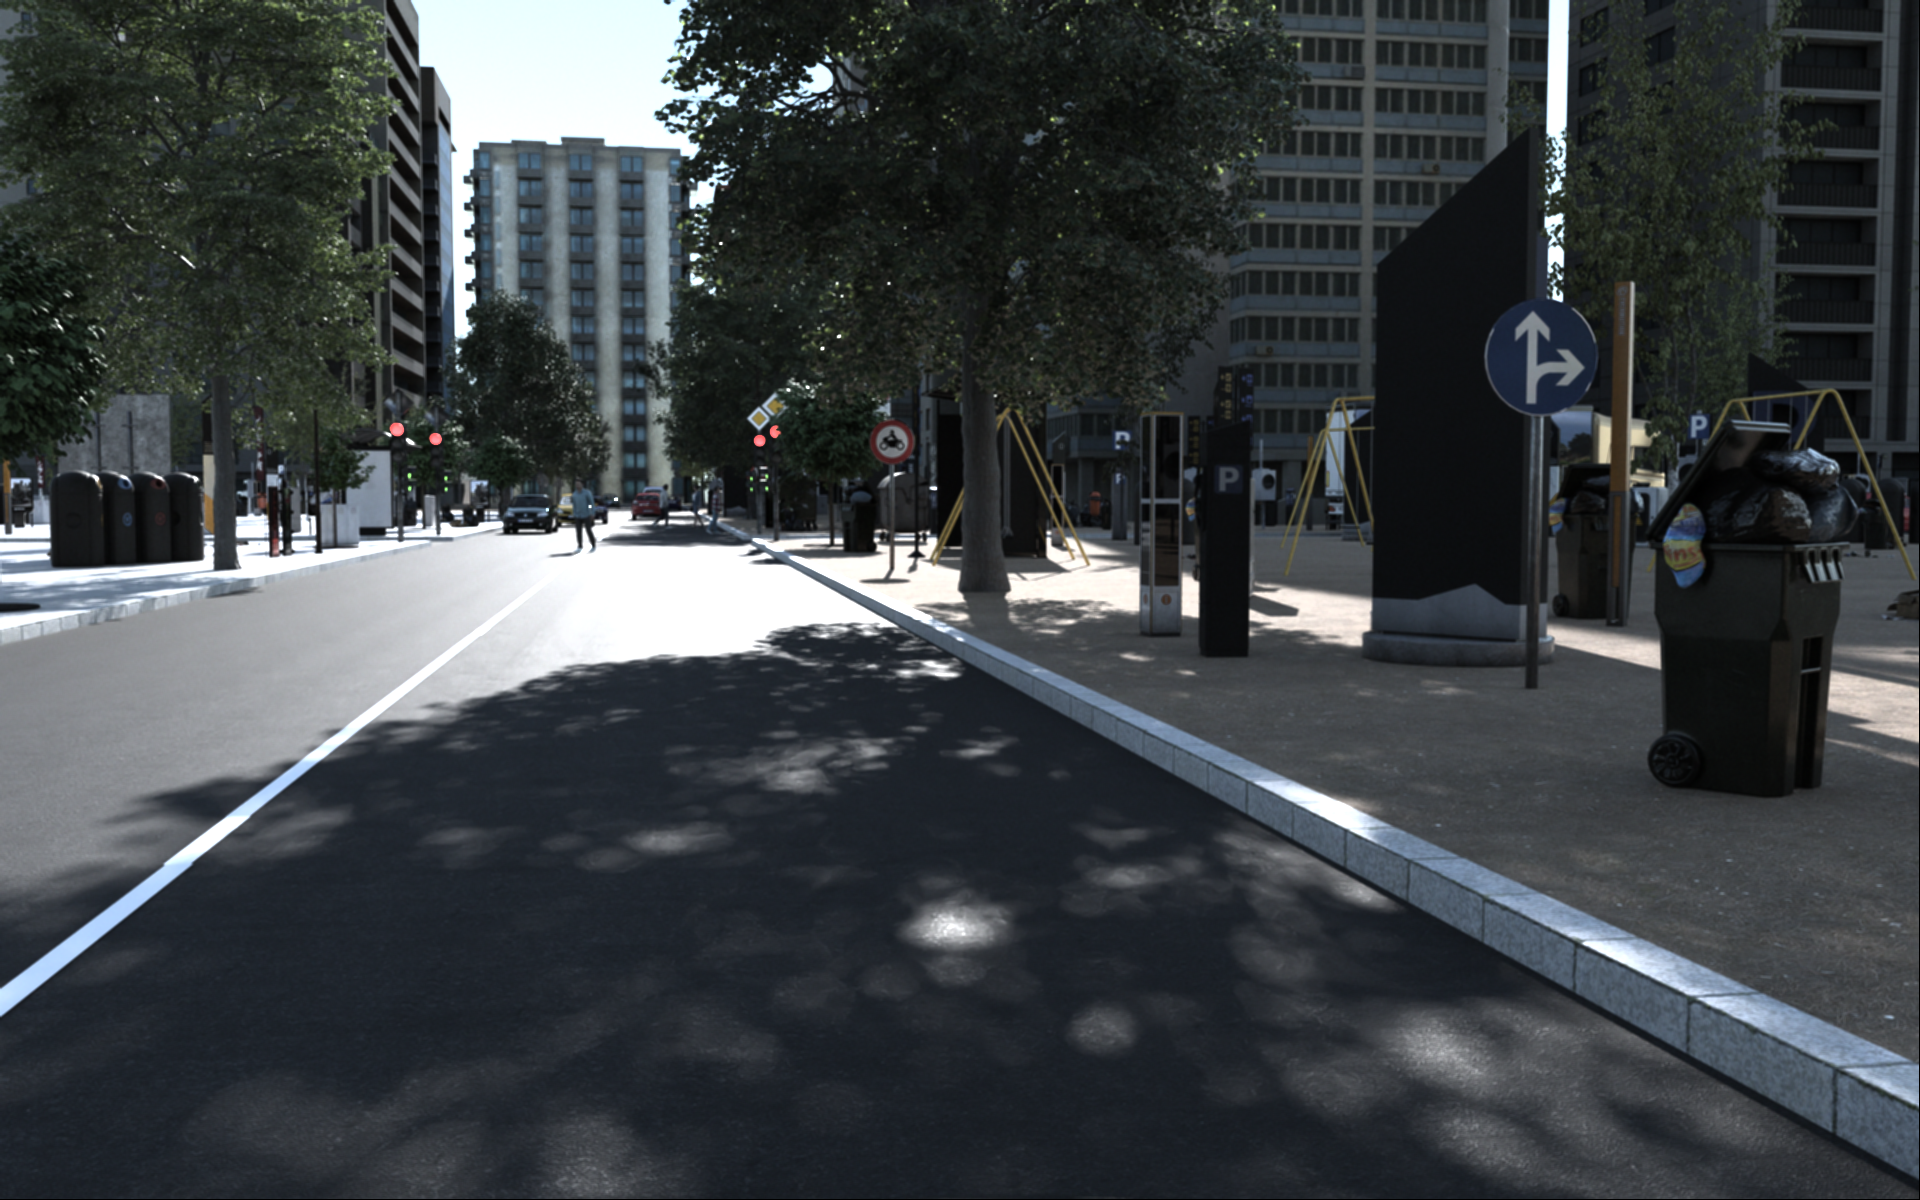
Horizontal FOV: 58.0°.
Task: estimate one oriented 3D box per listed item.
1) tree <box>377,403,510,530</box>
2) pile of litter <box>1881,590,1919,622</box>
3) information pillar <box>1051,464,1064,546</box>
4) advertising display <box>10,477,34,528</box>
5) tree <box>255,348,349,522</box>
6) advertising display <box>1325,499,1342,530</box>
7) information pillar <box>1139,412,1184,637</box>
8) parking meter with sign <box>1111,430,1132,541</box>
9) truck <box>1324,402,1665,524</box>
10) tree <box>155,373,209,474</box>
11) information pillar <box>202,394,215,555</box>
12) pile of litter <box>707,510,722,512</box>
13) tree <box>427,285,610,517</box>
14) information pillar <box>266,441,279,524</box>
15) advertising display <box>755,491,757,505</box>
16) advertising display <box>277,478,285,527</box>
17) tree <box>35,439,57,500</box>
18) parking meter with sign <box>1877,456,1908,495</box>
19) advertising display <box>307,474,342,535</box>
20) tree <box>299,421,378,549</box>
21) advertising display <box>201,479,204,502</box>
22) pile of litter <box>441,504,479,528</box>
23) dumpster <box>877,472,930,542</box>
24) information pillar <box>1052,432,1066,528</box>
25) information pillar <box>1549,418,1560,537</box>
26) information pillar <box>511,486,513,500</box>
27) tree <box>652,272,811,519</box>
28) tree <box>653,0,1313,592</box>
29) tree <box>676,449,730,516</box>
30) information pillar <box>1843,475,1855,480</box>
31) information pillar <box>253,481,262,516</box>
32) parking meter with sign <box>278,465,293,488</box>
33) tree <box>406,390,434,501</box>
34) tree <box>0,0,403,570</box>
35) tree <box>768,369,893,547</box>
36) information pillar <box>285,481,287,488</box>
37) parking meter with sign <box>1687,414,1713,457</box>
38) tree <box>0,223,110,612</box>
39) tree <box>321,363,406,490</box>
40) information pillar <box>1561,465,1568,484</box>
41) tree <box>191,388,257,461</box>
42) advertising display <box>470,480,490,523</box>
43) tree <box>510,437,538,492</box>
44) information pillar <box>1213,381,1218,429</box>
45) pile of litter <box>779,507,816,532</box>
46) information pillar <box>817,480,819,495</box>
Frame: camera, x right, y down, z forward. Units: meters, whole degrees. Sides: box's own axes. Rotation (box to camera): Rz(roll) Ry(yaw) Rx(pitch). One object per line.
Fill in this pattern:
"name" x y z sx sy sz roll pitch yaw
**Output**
"tree" -19.384 -4.834 62.748 4.285 4.588 4.351 0 3 0
"pile of litter" 10.184 -0.244 17.962 1.719 0.858 1.176 -1 4 -23
"information pillar" 2.413 -2.342 42.783 0.304 2.012 0.304 0 4 7
"advertising display" -35.919 -3.725 66.114 0.974 1.923 0.123 -1 4 -14
"tree" -33.833 -8.476 88.939 4.737 8.622 4.395 0 3 0
"advertising display" 13.349 -3.470 61.949 0.123 1.923 0.974 3 5 42
"information pillar" 1.815 -0.681 15.629 0.304 2.012 0.304 -1 4 -14
"parking meter with sign" 4.466 -3.184 48.321 0.543 3.016 1.738 0 4 2
"truck" 17.341 -4.043 55.013 11.283 4.237 2.839 -1 4 -10
"tree" -46.429 -9.326 102.850 4.737 8.622 4.395 0 3 0
"information pillar" -15.663 -2.760 36.480 0.504 3.616 0.183 -1 4 -8
"pile of litter" -17.460 -6.725 123.916 1.176 0.858 1.719 -1 4 -19
"tree" -24.949 -10.905 95.305 9.611 12.733 9.660 0 3 0
"information pillar" -29.048 -5.003 73.151 0.504 3.616 0.183 0 4 -6
"advertising display" -12.969 -6.401 109.873 0.974 1.923 0.123 2 4 34
"advertising display" -26.658 -3.843 68.049 0.123 1.923 0.974 -2 4 -31
"tree" -47.549 -8.749 93.405 4.737 8.622 4.395 0 3 0
"parking meter with sign" 42.663 -5.042 78.697 1.738 3.016 0.543 1 4 17
"advertising display" -20.044 -3.017 54.549 0.974 1.923 0.123 0 4 -3
"tree" -14.756 -2.831 40.882 1.663 3.219 1.824 0 3 0
"advertising display" -32.357 -4.276 75.126 0.974 1.923 0.123 -1 4 -13
"pile of litter" -19.355 -3.261 67.280 1.176 0.858 1.719 2 4 24
"dumpster" -1.524 -2.529 47.110 1.264 1.857 1.865 -1 4 -10
"information pillar" 3.709 -4.494 64.826 0.504 3.616 0.183 -1 4 -13
"information pillar" 17.634 -3.683 51.567 0.183 3.616 0.504 -2 4 -24
"information pillar" -28.136 -7.179 108.735 0.183 3.616 0.504 0 4 -5
"tree" -10.669 -10.431 87.551 9.611 12.733 9.660 0 3 0
"tree" 0.328 -7.081 22.435 9.857 13.997 8.962 0 3 0
"tree" -14.104 -9.335 102.995 4.737 8.622 4.395 0 3 0
"information pillar" 33.645 -3.737 65.594 0.304 2.012 0.304 -1 4 -18
"information pillar" -40.991 -5.907 101.066 0.304 2.012 0.304 2 4 33
"parking meter with sign" -40.375 -6.594 104.070 0.543 3.016 1.738 0 4 3
"tree" -38.557 -10.480 121.714 4.360 8.622 3.978 0 3 0
"tree" -12.705 -6.764 28.713 7.486 12.596 7.792 0 3 0
"tree" -3.116 -3.609 42.726 4.285 4.588 4.351 0 3 0
"information pillar" -36.910 -5.505 94.497 0.304 2.012 0.304 0 4 4
"parking meter with sign" 16.803 -2.565 38.196 1.738 3.016 0.543 -2 4 -32
"tree" -11.017 -2.167 19.137 4.285 4.588 4.351 0 3 0
"tree" -34.707 -9.050 98.335 4.360 8.622 3.978 0 3 0
"information pillar" 15.409 -2.404 43.794 0.304 2.012 0.304 -3 5 -41
"tree" -50.382 -10.326 119.191 4.360 8.622 3.978 0 3 0
"advertising display" -21.559 -4.440 77.810 0.974 1.923 0.123 1 4 17
"tree" -22.420 -6.186 84.853 4.285 4.588 4.351 0 3 0
"information pillar" 4.870 -2.515 32.475 0.183 3.616 0.504 -1 4 -12
"pile of litter" -5.772 -2.791 59.593 1.719 0.858 1.176 3 4 36
"information pillar" -9.924 -7.871 120.052 0.183 3.616 0.504 -3 5 -40
